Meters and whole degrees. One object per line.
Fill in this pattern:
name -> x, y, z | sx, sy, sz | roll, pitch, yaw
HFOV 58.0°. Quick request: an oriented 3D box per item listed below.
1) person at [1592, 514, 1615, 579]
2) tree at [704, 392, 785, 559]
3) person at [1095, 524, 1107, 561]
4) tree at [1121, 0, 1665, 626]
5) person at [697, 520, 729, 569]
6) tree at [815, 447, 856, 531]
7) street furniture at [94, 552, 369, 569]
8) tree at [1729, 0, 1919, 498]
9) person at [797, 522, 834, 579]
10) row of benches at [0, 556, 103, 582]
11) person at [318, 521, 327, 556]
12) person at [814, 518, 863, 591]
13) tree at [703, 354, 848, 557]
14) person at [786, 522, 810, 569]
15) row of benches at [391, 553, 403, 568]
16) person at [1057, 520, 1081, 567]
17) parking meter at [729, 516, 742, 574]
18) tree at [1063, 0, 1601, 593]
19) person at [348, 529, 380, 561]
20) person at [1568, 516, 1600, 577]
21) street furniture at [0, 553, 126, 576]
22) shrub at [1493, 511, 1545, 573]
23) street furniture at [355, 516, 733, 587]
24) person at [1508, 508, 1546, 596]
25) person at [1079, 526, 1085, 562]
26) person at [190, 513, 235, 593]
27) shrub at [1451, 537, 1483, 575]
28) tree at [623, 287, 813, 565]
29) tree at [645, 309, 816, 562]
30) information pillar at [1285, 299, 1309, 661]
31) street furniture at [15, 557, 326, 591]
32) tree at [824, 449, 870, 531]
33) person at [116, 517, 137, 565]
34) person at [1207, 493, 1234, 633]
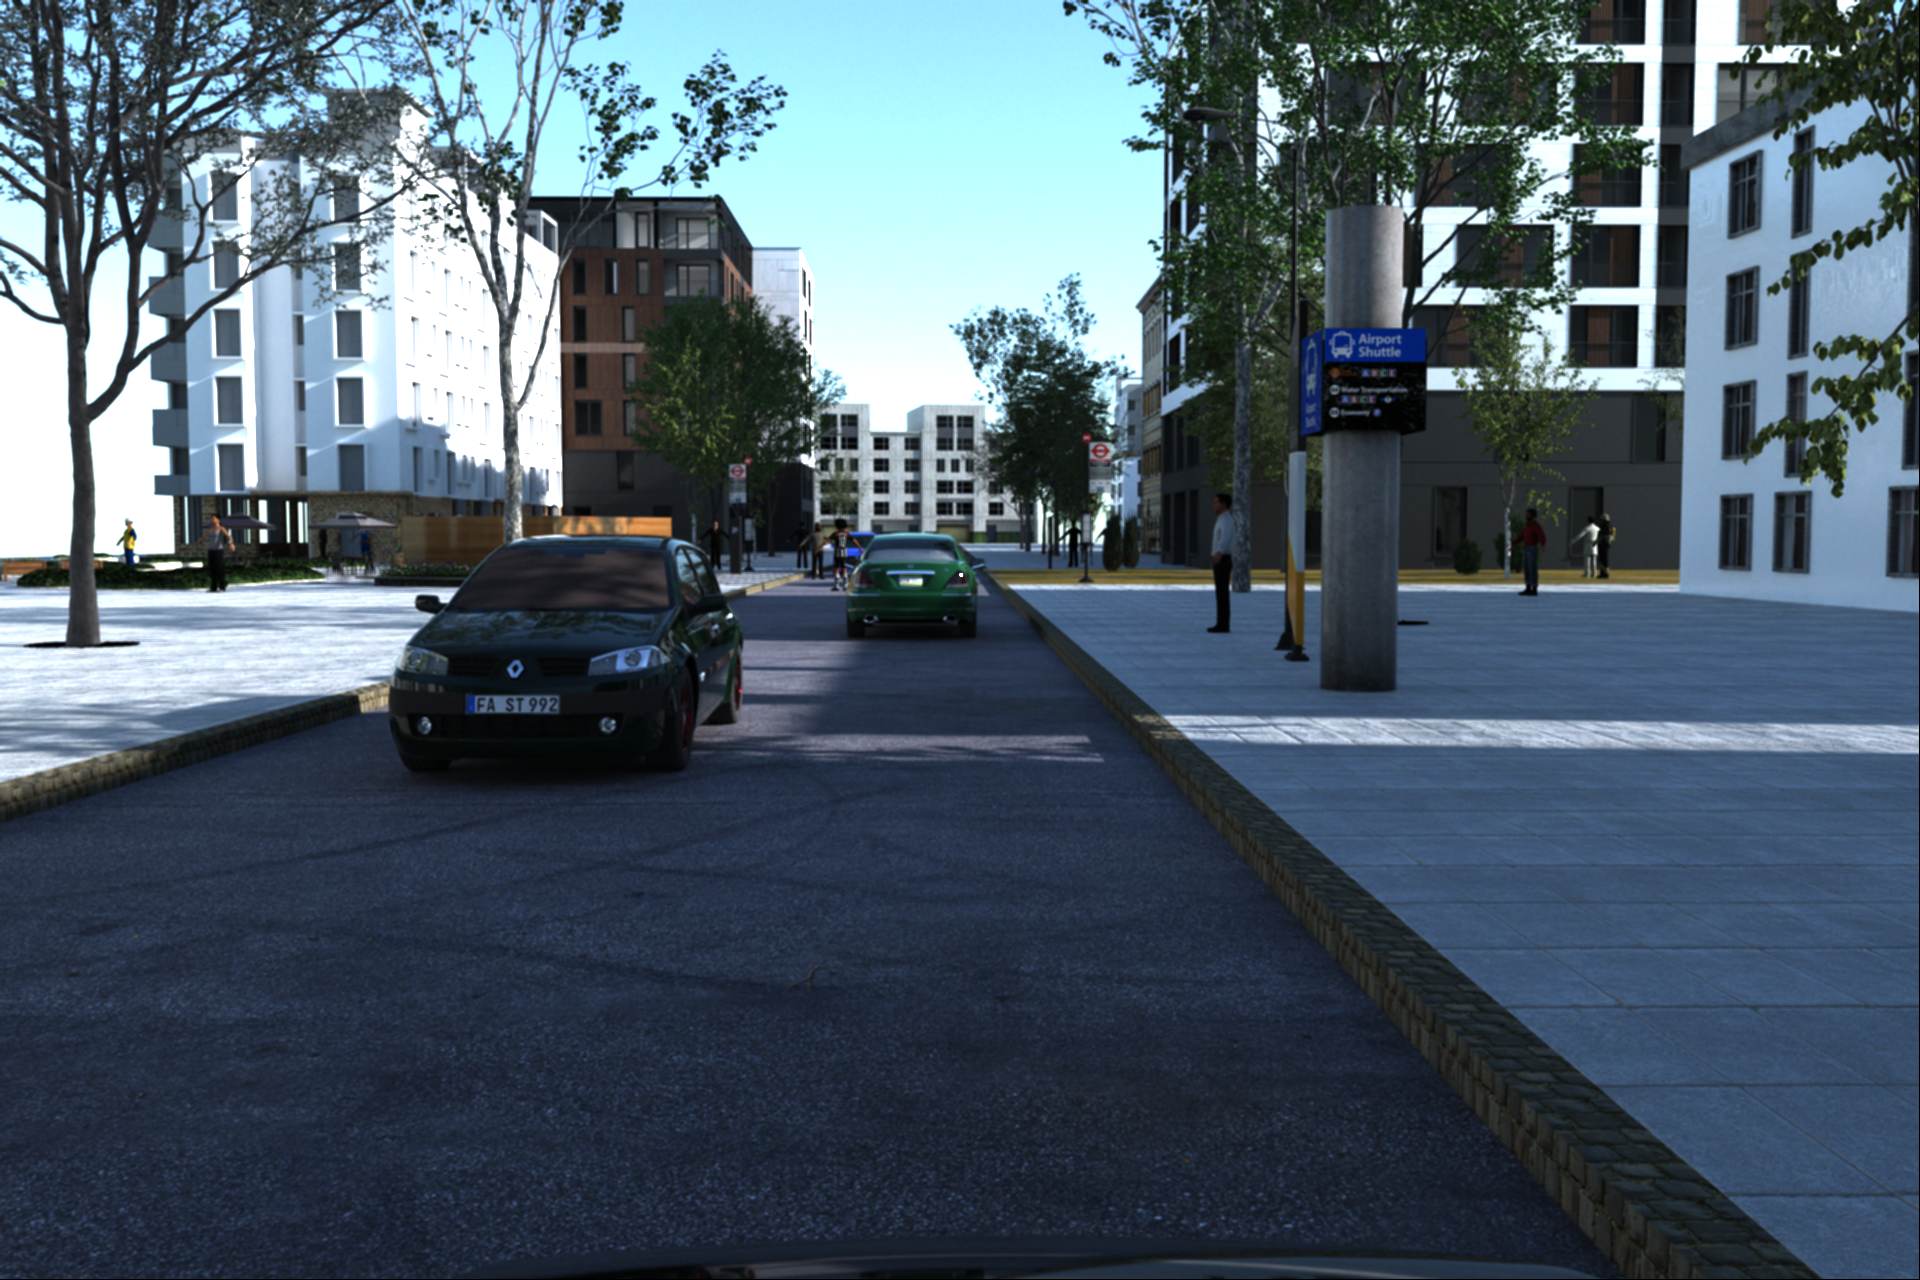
person -> 18.562, -2.704, 49.986 | 0.705, 1.856, 1.354 | 0, 4, 3
tree -> -10.629, -8.405, 87.786 | 4.737, 8.622, 4.395 | 0, 3, 0
person -> 6.218, -4.043, 72.225 | 1.347, 1.817, 0.704 | -1, 4, -22
tree -> 6.063, -6.041, 24.519 | 9.928, 11.665, 9.643 | 0, 3, 0
person -> -8.856, -3.459, 62.749 | 1.347, 1.806, 0.705 | -1, 4, -10
tree -> -10.025, -11.809, 143.446 | 4.360, 8.622, 3.978 | 0, 3, 0
street furniture -> -27.077, -2.939, 63.678 | 10.072, 0.657, 5.734 | -1, 4, -12
tree -> 6.084, -3.636, 9.819 | 4.737, 8.622, 4.395 | 0, 3, 0
person -> -4.501, -2.829, 54.832 | 1.348, 1.813, 0.705 | -1, 4, -17
row of benches -> -25.663, -1.943, 47.227 | 4.104, 0.672, 1.422 | -3, 5, -42
person -> -25.464, -3.852, 69.115 | 0.704, 1.812, 1.346 | -1, 4, -18
person -> -3.035, -2.150, 43.750 | 1.345, 1.843, 0.704 | -2, 4, -28
tree -> -10.426, -10.468, 96.911 | 9.928, 11.665, 9.643 | 0, 3, 0
person -> -5.801, -3.491, 63.797 | 1.216, 1.740, 0.721 | 0, 4, 1
row of benches -> -17.228, -2.631, 58.479 | 4.104, 0.672, 1.422 | -3, 4, -36
person -> 4.395, -3.754, 67.307 | 1.347, 1.837, 0.705 | -2, 4, -24
parking meter -> -7.250, -3.067, 55.859 | 0.399, 1.863, 0.255 | 0, 4, 0
tree -> 7.366, -11.051, 36.581 | 12.611, 20.169, 13.585 | 0, 3, 0
person -> -23.666, -3.857, 68.917 | 1.347, 1.847, 0.705 | 1, 4, 10
person -> 18.719, -2.770, 51.483 | 1.347, 1.806, 0.705 | -1, 4, -14
street furniture -> -31.025, -2.331, 53.731 | 10.072, 0.657, 5.734 | -2, 4, -25
shrub -> 18.326, -3.204, 56.808 | 1.690, 2.028, 1.600 | 0, 3, 0
street furniture -> -10.594, -2.237, 43.431 | 11.010, 1.723, 9.812 | 2, 4, 24
person -> 11.881, -1.837, 36.139 | 0.704, 1.816, 1.345 | -1, 4, -12
person -> 5.773, -4.501, 80.398 | 0.721, 1.733, 1.217 | 1, 4, 20
person -> -16.387, -1.909, 38.019 | 1.217, 1.737, 0.721 | 1, 4, 22
shrub -> 15.961, -2.653, 54.488 | 1.383, 1.207, 1.383 | 0, 3, 0
tree -> -10.134, -8.934, 71.833 | 9.928, 11.665, 9.643 | 0, 3, 0
tree -> -10.373, -9.436, 80.041 | 9.928, 11.665, 9.643 | 0, 3, 0
information pillar -> 3.426, -1.605, 17.591 | 0.183, 3.616, 0.504 | 0, 3, 0
street furniture -> -19.876, -1.741, 44.091 | 5.734, 0.657, 10.072 | 0, 4, 0
tree -> -10.067, -12.174, 149.404 | 4.360, 8.622, 3.978 | 0, 3, 0
person -> -24.176, -2.677, 50.229 | 1.216, 1.772, 0.721 | 3, 5, 43
person -> 3.401, -1.009, 22.649 | 0.704, 1.810, 1.344 | 0, 4, 6
